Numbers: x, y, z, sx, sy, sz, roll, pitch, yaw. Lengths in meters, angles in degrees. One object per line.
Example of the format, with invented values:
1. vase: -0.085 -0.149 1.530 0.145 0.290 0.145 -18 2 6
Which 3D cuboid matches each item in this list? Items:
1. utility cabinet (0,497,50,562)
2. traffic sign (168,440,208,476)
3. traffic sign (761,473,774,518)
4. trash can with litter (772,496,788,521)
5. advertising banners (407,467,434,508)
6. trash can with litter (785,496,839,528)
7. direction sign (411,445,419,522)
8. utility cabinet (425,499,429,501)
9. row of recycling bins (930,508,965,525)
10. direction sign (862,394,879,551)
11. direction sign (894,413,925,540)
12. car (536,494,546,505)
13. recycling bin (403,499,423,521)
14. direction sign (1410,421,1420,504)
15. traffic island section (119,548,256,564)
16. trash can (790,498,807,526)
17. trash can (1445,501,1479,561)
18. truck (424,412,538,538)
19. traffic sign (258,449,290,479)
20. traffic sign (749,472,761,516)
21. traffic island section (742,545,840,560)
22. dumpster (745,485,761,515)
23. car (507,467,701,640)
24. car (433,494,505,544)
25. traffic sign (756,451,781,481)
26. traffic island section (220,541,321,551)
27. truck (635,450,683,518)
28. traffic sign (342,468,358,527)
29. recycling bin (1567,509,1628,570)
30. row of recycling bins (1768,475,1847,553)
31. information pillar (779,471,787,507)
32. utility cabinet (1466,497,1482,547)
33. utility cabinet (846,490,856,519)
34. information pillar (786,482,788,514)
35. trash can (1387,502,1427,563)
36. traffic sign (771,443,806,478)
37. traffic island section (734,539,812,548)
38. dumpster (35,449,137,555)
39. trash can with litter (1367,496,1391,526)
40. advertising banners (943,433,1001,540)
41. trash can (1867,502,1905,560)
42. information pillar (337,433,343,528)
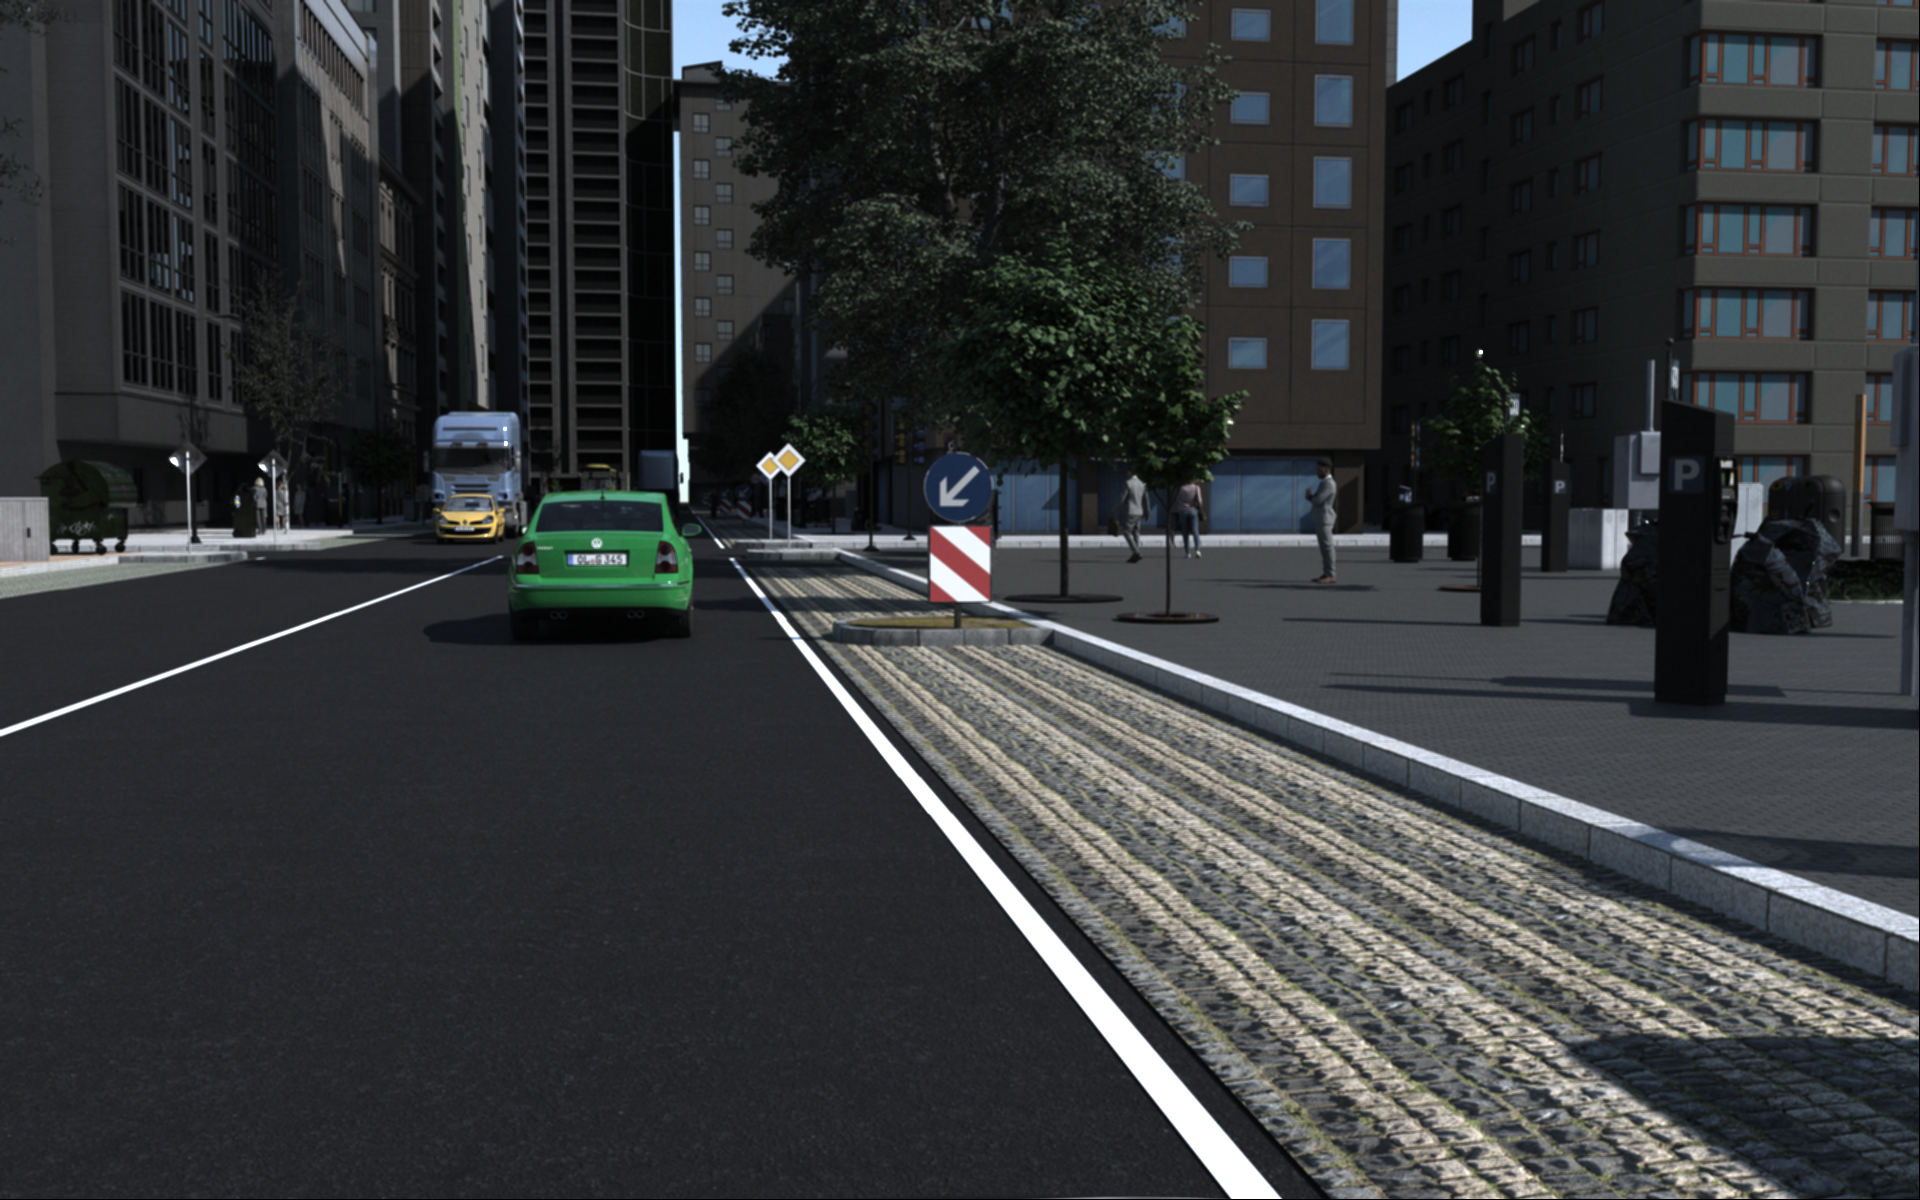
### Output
1. utility cabinet: -17.829 -1.323 32.787 1.020 1.237 0.306 -1 4 -22
2. traffic sign: -16.591 -2.143 37.224 0.795 2.593 0.064 -1 4 -9
3. traffic sign: -10.255 -5.654 92.542 0.768 2.556 0.104 0 4 -6
4. trash can with litter: -8.556 -4.383 83.048 0.624 1.170 1.055 1 4 13
5. advertising banners: -30.304 -6.182 97.268 2.074 3.025 0.090 2 4 24
6. trash can with litter: -5.710 -3.427 67.094 2.233 1.210 1.678 -1 4 -13
7. direction sign: -25.146 -5.370 79.792 0.379 3.537 0.876 -1 4 -12
8. utility cabinet: -27.225 -4.847 87.924 0.318 1.500 1.173 -2 4 -29
9. row of recycling bins: -0.089 -1.805 36.629 1.069 1.692 3.534 0 4 -3
10. direction sign: -2.005 -2.870 38.928 0.379 3.537 0.876 -2 4 -27
11. direction sign: -1.406 -3.434 48.139 0.876 3.537 0.379 1 4 8
12. car: -24.571 -5.543 102.433 2.131 1.459 4.920 -1 4 -10
13. recycling bin: -25.957 -4.272 82.395 0.722 1.027 0.722 2 4 28
14. direction sign: 14.135 -3.785 53.876 0.379 3.537 0.876 2 4 31
15. traffic island section: -16.613 -0.918 37.287 2.009 0.180 2.903 -1 4 -9
16. trash can: -6.418 -3.490 68.720 0.748 1.137 0.748 0 3 0
17. trash can: 9.680 -1.321 33.255 0.748 1.137 0.748 0 3 0
18. truck: -16.405 -4.452 62.554 2.967 4.110 18.799 0 4 -8
19. traffic sign: -17.871 -2.625 45.106 0.795 2.593 0.064 -1 4 -9
20. traffic sign: -11.753 -6.087 99.635 0.768 2.556 0.104 0 4 -3
21. traffic island section: -3.837 -1.044 39.349 2.009 0.180 2.903 -1 4 -9
22. dumpster: -12.665 -6.115 105.741 1.264 1.857 1.865 -1 4 -9
23. car: -3.754 -0.595 18.521 1.959 1.807 4.718 -1 4 -9
24. car: -14.300 -2.472 50.645 2.015 1.641 3.980 -1 4 -10
25. traffic sign: -5.139 -2.750 47.145 0.795 2.593 0.064 -1 4 -9
26. traffic island section: -17.893 -1.400 45.169 2.009 0.180 2.903 -1 4 -9
27. truck: -17.742 -6.786 100.713 2.967 4.110 18.799 0 4 -8
28. traffic sign: -23.510 -3.952 66.751 0.606 2.300 0.079 0 4 -2
29. recycling bin: 10.872 -1.039 29.542 0.722 1.027 0.722 -2 4 -33
30. row of recycling bins: 19.050 -1.947 38.942 1.069 1.692 3.534 1 4 11
31. information pillar: -10.228 -6.640 99.919 0.504 3.616 0.183 2 4 23
32. utility cabinet: 12.463 -1.817 40.864 1.020 1.237 0.306 3 5 43
33. utility cabinet: -5.183 -4.827 87.603 1.173 1.500 0.318 -1 4 -9
34. information pillar: -10.226 -5.942 101.647 0.304 2.012 0.304 1 4 10
35. trash can: 8.369 -1.272 32.458 0.748 1.137 0.748 0 3 0
36. traffic sign: -3.859 -2.267 39.263 0.795 2.593 0.064 -1 4 -9
37. traffic island section: -5.117 -1.526 47.231 2.009 0.180 2.903 -1 4 -9
38. dumpster: -18.660 -2.111 37.002 1.502 2.255 1.985 -1 4 -9
39. trash can with litter: 17.039 -3.618 70.207 1.678 1.210 2.233 3 5 40
40. advertising banners: 0.322 -3.229 48.981 2.074 3.025 0.090 3 5 40
41. trash can: 17.136 -1.241 31.949 0.748 1.137 0.748 0 3 0
42. information pillar: -23.630 -4.564 65.982 0.183 3.616 0.504 -1 4 -22
